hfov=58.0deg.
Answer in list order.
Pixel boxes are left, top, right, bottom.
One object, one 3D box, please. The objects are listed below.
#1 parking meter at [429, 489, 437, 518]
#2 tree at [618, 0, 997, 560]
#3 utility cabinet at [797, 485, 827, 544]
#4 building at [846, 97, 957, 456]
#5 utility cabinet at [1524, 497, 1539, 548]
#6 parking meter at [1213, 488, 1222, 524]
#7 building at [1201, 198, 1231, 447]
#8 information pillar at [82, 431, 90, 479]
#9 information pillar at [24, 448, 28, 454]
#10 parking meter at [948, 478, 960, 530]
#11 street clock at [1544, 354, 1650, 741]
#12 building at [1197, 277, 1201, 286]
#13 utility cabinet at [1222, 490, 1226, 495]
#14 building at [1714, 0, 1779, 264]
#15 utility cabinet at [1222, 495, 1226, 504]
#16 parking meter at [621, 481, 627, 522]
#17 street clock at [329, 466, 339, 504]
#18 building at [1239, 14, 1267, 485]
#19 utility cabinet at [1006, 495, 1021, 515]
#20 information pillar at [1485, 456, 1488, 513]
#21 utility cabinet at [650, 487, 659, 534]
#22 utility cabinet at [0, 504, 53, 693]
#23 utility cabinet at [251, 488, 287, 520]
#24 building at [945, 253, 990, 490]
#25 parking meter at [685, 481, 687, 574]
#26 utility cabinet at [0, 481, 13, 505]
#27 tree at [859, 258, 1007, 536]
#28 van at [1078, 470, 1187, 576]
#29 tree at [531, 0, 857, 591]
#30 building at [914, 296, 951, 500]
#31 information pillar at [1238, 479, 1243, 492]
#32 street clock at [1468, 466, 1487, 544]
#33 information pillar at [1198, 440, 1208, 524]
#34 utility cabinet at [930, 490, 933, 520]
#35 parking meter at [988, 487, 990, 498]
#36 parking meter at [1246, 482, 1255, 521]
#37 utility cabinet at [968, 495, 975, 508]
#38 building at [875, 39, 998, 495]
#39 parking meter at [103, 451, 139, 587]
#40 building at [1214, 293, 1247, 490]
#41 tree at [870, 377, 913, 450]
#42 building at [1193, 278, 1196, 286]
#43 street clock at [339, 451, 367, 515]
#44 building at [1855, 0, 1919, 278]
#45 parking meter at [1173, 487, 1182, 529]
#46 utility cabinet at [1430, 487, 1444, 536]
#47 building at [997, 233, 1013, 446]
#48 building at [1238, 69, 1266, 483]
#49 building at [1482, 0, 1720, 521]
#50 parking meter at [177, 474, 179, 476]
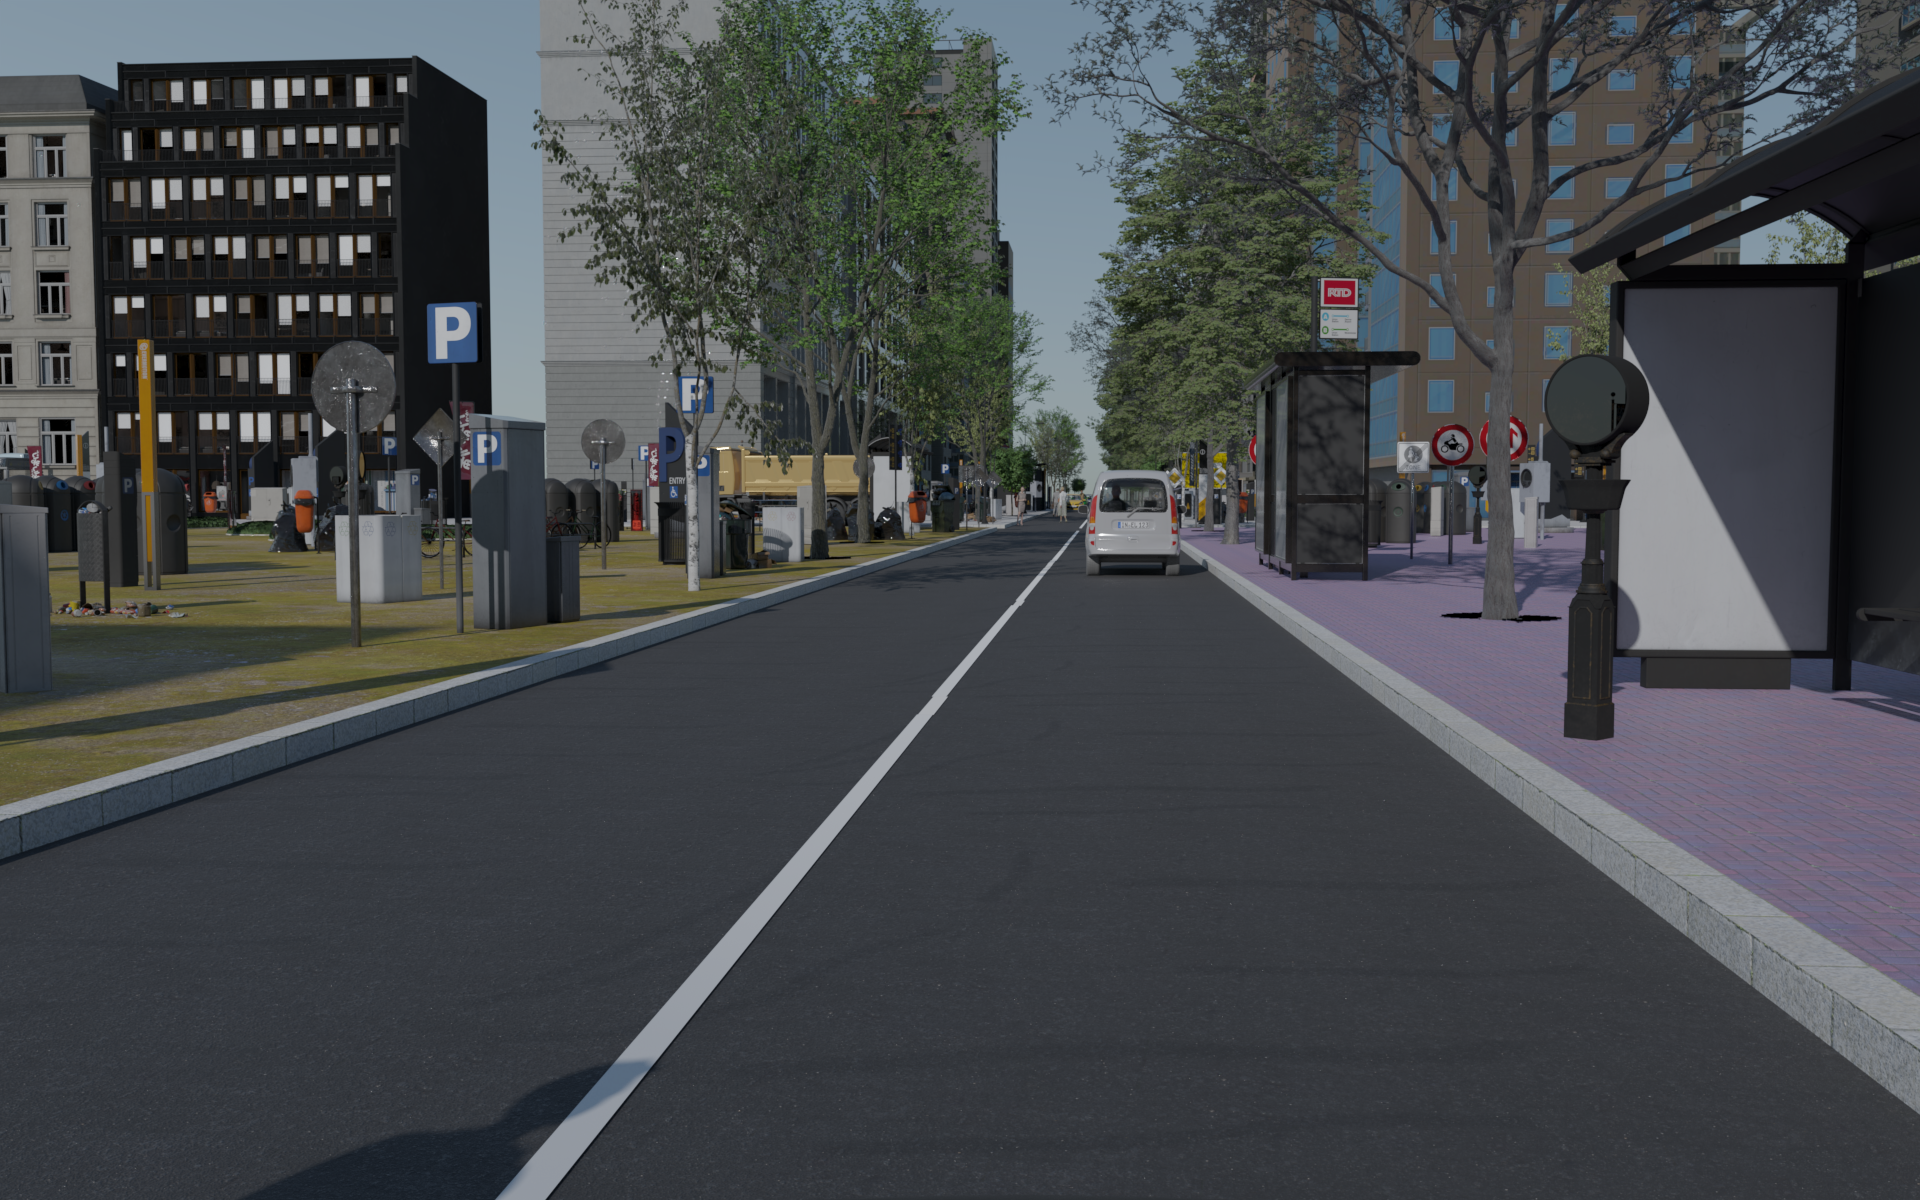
[{"bbox_3d":[-25.726,-4.656,84.543,0.372,1.533,0.369,0,3,0],"label":"parking meter"},{"bbox_3d":[-2.656,-6.621,34.011,9.928,11.665,9.643,0,3,0],"label":"tree"},{"bbox_3d":[-3.759,-2.146,43.763,0.318,1.500,1.173,-2,4,-29],"label":"utility cabinet"},{"bbox_3d":[-12.001,-32.975,193.771,22.147,44.769,28.867,0,4,5],"label":"building"},{"bbox_3d":[13.759,-1.869,41.727,0.306,1.237,1.020,1,4,20],"label":"utility cabinet"},{"bbox_3d":[10.878,-3.960,73.164,0.372,1.533,0.369,0,3,0],"label":"parking meter"},{"bbox_3d":[48.141,-39.269,265.746,21.300,48.544,21.600,0,4,5],"label":"building"},{"bbox_3d":[-32.324,-4.438,63.923,0.183,3.616,0.504,2,4,29],"label":"information pillar"},{"bbox_3d":[-47.603,-5.954,88.703,0.504,3.616,0.183,-3,5,-44],"label":"information pillar"},{"bbox_3d":[-0.209,-3.423,61.670,0.255,1.863,0.399,3,5,42],"label":"parking meter"},{"bbox_3d":[3.314,-0.275,9.067,0.358,2.002,0.471,-3,5,-42],"label":"street clock"},{"bbox_3d":[45.913,-38.768,283.967,14.600,45.320,14.200,0,4,5],"label":"building"},{"bbox_3d":[12.872,-4.664,84.929,0.318,1.500,1.173,3,5,39],"label":"utility cabinet"},{"bbox_3d":[41.731,-27.010,133.489,32.217,40.220,23.993,0,4,5],"label":"building"},{"bbox_3d":[12.419,-4.276,81.070,1.020,1.237,0.306,1,4,13],"label":"utility cabinet"},{"bbox_3d":[-15.396,-4.507,79.392,0.255,1.863,0.399,-1,4,-12],"label":"parking meter"},{"bbox_3d":[-16.101,-2.471,44.971,0.471,2.002,0.358,2,4,23],"label":"street clock"},{"bbox_3d":[42.036,-46.518,198.821,20.563,71.187,20.611,0,4,5],"label":"building"},{"bbox_3d":[3.406,-5.929,108.097,1.020,1.237,0.306,1,4,14],"label":"utility cabinet"},{"bbox_3d":[23.144,-5.142,75.422,0.504,3.616,0.183,-1,4,-17],"label":"information pillar"},{"bbox_3d":[-9.207,-2.783,54.174,1.173,1.500,0.318,3,5,43],"label":"utility cabinet"},{"bbox_3d":[-6.379,-0.025,11.567,0.306,1.237,1.020,-3,5,-44],"label":"utility cabinet"},{"bbox_3d":[-23.924,-3.137,59.970,1.173,1.500,0.318,1,4,9],"label":"utility cabinet"},{"bbox_3d":[-11.215,-34.562,256.970,32.217,40.220,23.993,0,4,5],"label":"building"},{"bbox_3d":[-4.250,-1.196,27.967,0.372,1.533,0.369,0,3,0],"label":"parking meter"},{"bbox_3d":[-15.974,-1.191,28.158,1.173,1.500,0.318,1,4,15],"label":"utility cabinet"},{"bbox_3d":[-1.258,-6.296,53.300,4.737,8.622,4.395,0,3,0],"label":"tree"},{"bbox_3d":[3.157,-1.511,31.717,2.013,2.044,4.112,0,4,5],"label":"van"},{"bbox_3d":[-3.470,-4.413,22.515,4.360,8.622,3.978,0,3,0],"label":"tree"},{"bbox_3d":[-15.907,-19.623,165.880,27.650,21.520,28.899,0,4,5],"label":"building"},{"bbox_3d":[13.494,-4.858,83.918,0.304,2.012,0.304,-1,4,-13],"label":"information pillar"},{"bbox_3d":[13.270,-2.434,44.373,0.471,2.002,0.358,2,4,34],"label":"street clock"},{"bbox_3d":[10.333,-5.007,73.218,0.504,3.616,0.183,1,4,14],"label":"information pillar"},{"bbox_3d":[-1.292,-4.613,84.094,0.318,1.500,1.173,0,4,-2],"label":"utility cabinet"},{"bbox_3d":[2.233,-7.412,126.893,0.255,1.863,0.399,3,5,40],"label":"parking meter"},{"bbox_3d":[13.855,-4.706,82.653,0.399,1.863,0.255,-3,4,-36],"label":"parking meter"},{"bbox_3d":[1.034,-7.631,135.931,1.020,1.237,0.306,-3,5,-42],"label":"utility cabinet"},{"bbox_3d":[-2.237,-51.358,277.954,20.563,71.187,20.611,0,4,5],"label":"building"},{"bbox_3d":[-11.601,-1.116,23.963,0.255,1.863,0.399,1,4,12],"label":"parking meter"},{"bbox_3d":[43.365,-29.137,248.093,14.160,30.474,14.107,0,4,5],"label":"building"},{"bbox_3d":[-4.766,-9.303,102.465,4.360,8.622,3.978,0,3,0],"label":"tree"},{"bbox_3d":[46.939,-37.594,298.262,14.154,41.232,14.086,0,4,5],"label":"building"},{"bbox_3d":[-10.116,-1.497,29.054,0.358,2.002,0.471,0,4,-6],"label":"street clock"},{"bbox_3d":[58.781,-28.460,89.015,21.600,48.544,21.300,0,4,5],"label":"building"},{"bbox_3d":[8.049,-3.419,64.314,0.372,1.533,0.369,0,3,0],"label":"parking meter"},{"bbox_3d":[14.574,-2.706,52.921,0.318,1.500,1.173,1,4,20],"label":"utility cabinet"},{"bbox_3d":[1.816,-39.551,296.761,14.600,45.320,14.200,0,4,5],"label":"building"},{"bbox_3d":[40.022,-31.828,175.016,22.147,44.769,28.867,0,4,5],"label":"building"},{"bbox_3d":[28.937,-26.795,88.211,14.200,45.320,14.600,0,4,5],"label":"building"},{"bbox_3d":[-23.347,-2.789,51.316,0.399,1.863,0.255,-1,4,-16],"label":"parking meter"}]
